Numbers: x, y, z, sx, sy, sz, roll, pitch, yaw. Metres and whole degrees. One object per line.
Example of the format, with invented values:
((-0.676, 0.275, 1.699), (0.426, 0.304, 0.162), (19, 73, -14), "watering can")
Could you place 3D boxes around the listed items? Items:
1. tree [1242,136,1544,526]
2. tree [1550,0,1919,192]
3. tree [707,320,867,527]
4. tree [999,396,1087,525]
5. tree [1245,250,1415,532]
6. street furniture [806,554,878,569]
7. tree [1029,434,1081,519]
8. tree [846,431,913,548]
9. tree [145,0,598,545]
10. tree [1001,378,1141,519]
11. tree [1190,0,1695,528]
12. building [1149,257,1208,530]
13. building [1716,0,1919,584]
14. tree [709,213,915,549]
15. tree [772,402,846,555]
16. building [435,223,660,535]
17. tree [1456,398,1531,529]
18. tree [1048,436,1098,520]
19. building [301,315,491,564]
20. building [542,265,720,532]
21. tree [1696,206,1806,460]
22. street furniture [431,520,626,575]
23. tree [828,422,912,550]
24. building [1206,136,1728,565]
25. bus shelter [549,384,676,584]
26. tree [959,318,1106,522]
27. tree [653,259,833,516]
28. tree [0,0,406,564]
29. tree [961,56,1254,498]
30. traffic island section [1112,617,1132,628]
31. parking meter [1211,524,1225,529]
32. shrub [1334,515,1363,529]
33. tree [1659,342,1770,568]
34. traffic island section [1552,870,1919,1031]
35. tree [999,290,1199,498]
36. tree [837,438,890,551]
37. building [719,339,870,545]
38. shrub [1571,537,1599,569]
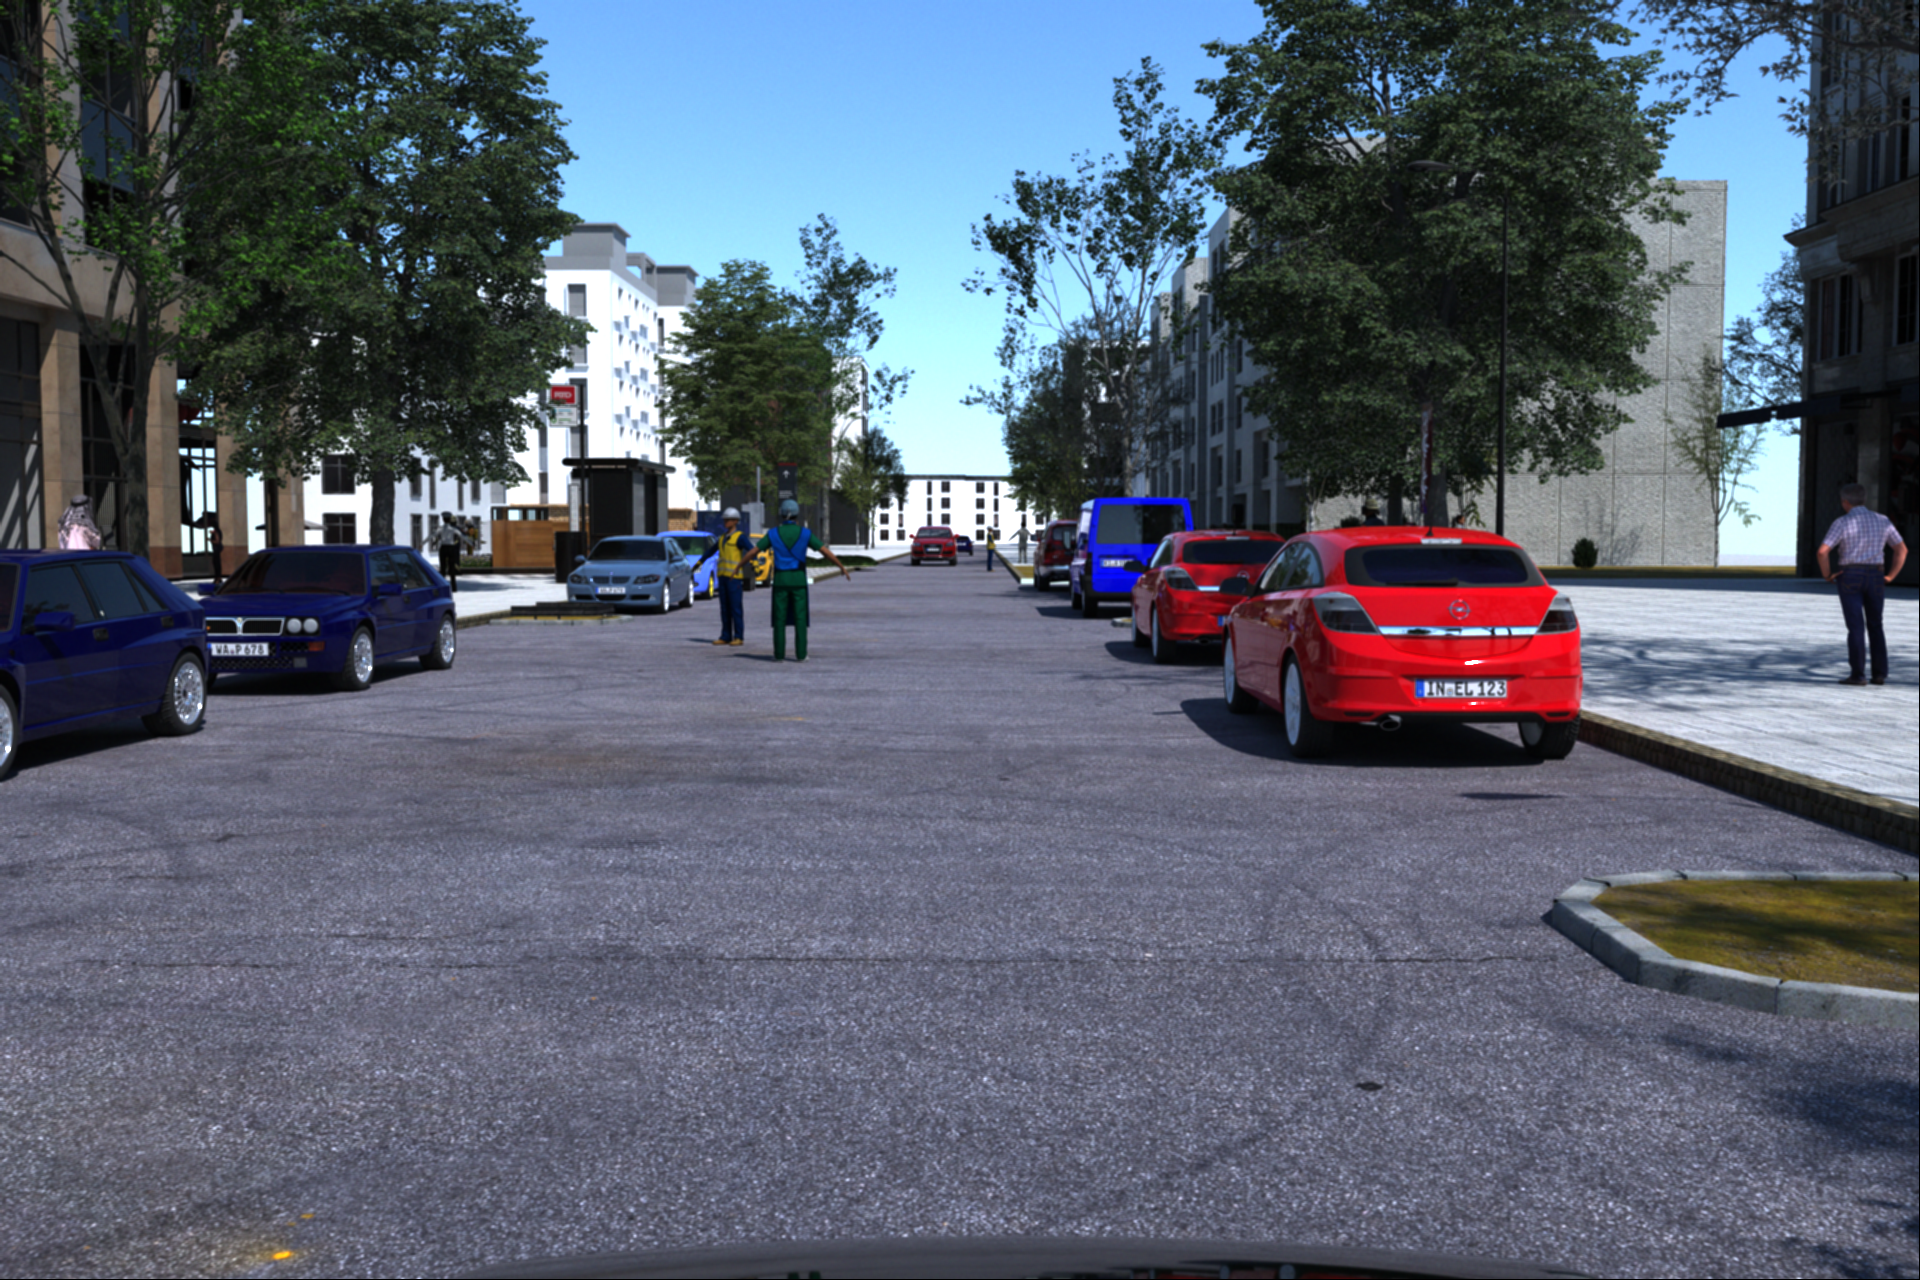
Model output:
((13.662, -9.048, 54.597), (9.857, 13.997, 8.962), (0, 3, 0), "tree")
((9.090, -6.259, 12.700), (12.009, 13.543, 11.850), (0, 3, 0), "tree")
((-8.621, -9.629, 83.193), (9.928, 11.665, 9.643), (0, 3, 0), "tree")
((6.789, -13.579, 140.140), (7.486, 12.596, 7.792), (0, 3, 0), "tree")
((8.688, -5.715, 43.797), (4.360, 8.622, 3.978), (0, 3, 0), "tree")
((-8.322, -3.148, 67.091), (10.072, 0.657, 5.734), (0, 4, 3), "street furniture")
((7.504, -10.709, 125.450), (4.360, 8.622, 3.978), (0, 3, 0), "tree")
((-7.536, -13.467, 154.594), (8.767, 10.594, 7.601), (3, 5, 41), "tree")
((-12.420, -7.982, 37.165), (9.857, 13.997, 8.962), (0, 3, 0), "tree")
((6.891, -10.307, 102.930), (8.767, 10.594, 7.601), (-2, 4, -28), "tree")
((9.236, -7.769, 33.686), (9.857, 13.997, 8.962), (0, 3, 0), "tree")
((22.871, -15.455, 119.152), (16.747, 18.905, 31.486), (0, 4, 1), "building")
((26.360, -17.826, 37.565), (12.429, 33.558, 17.177), (0, 4, 0), "building")
((-9.029, -15.248, 105.188), (12.611, 20.169, 13.585), (0, 3, 0), "tree")
((-8.686, -8.832, 94.771), (4.360, 8.622, 3.978), (0, 3, 0), "tree")
((-25.834, -15.302, 106.611), (16.016, 20.090, 11.380), (0, 4, 1), "building")
((19.771, -7.139, 67.092), (4.737, 8.622, 4.395), (0, 3, 0), "tree")
((7.150, -9.902, 112.261), (4.737, 8.622, 4.395), (0, 3, 0), "tree")
((-25.922, -8.390, 79.321), (9.099, 9.664, 28.070), (0, 4, 0), "building")
((-24.030, -16.315, 123.170), (16.016, 20.090, 11.380), (0, 4, 1), "building")
((28.794, -8.801, 54.266), (12.009, 13.543, 11.850), (0, 3, 0), "tree")
((-14.950, -3.203, 59.227), (11.010, 1.723, 9.812), (-1, 4, -19), "street furniture")
((-7.415, -12.749, 142.854), (7.601, 10.594, 8.767), (-2, 4, -28), "tree")
((22.716, -13.422, 85.902), (16.747, 18.905, 31.486), (0, 4, 1), "building")
((-9.882, -4.370, 49.085), (2.179, 5.291, 8.768), (0, 4, 0), "bus shelter")
((6.758, -18.150, 152.637), (12.611, 20.169, 13.585), (0, 3, 0), "tree")
((-9.266, -9.424, 72.211), (7.486, 12.596, 7.792), (0, 3, 0), "tree")
((-11.907, -6.037, 24.457), (9.928, 11.665, 9.643), (0, 3, 0), "tree")
((6.419, -13.194, 71.606), (12.611, 20.169, 13.585), (0, 3, 0), "tree")
((3.394, -0.260, 27.117), (1.991, 0.108, 1.994), (0, 4, 1), "traffic island section")
((6.700, -2.235, 44.952), (0.372, 1.533, 0.369), (0, 3, 0), "parking meter")
((14.296, -3.594, 63.176), (1.690, 2.028, 1.600), (0, 3, 0), "shrub")
((28.983, -7.070, 65.951), (4.360, 8.622, 3.978), (0, 3, 0), "tree")
((3.157, 1.034, 5.953), (1.991, 0.108, 1.994), (0, 4, 1), "traffic island section")
((7.173, -10.779, 86.599), (12.009, 13.543, 11.850), (0, 3, 0), "tree")
((-7.697, -11.131, 132.359), (4.737, 8.622, 4.395), (0, 3, 0), "tree")
((-25.198, -21.556, 196.416), (27.936, 21.610, 32.646), (0, 4, 1), "building")
((22.856, -3.195, 63.358), (1.383, 1.207, 1.383), (0, 3, 0), "shrub")
